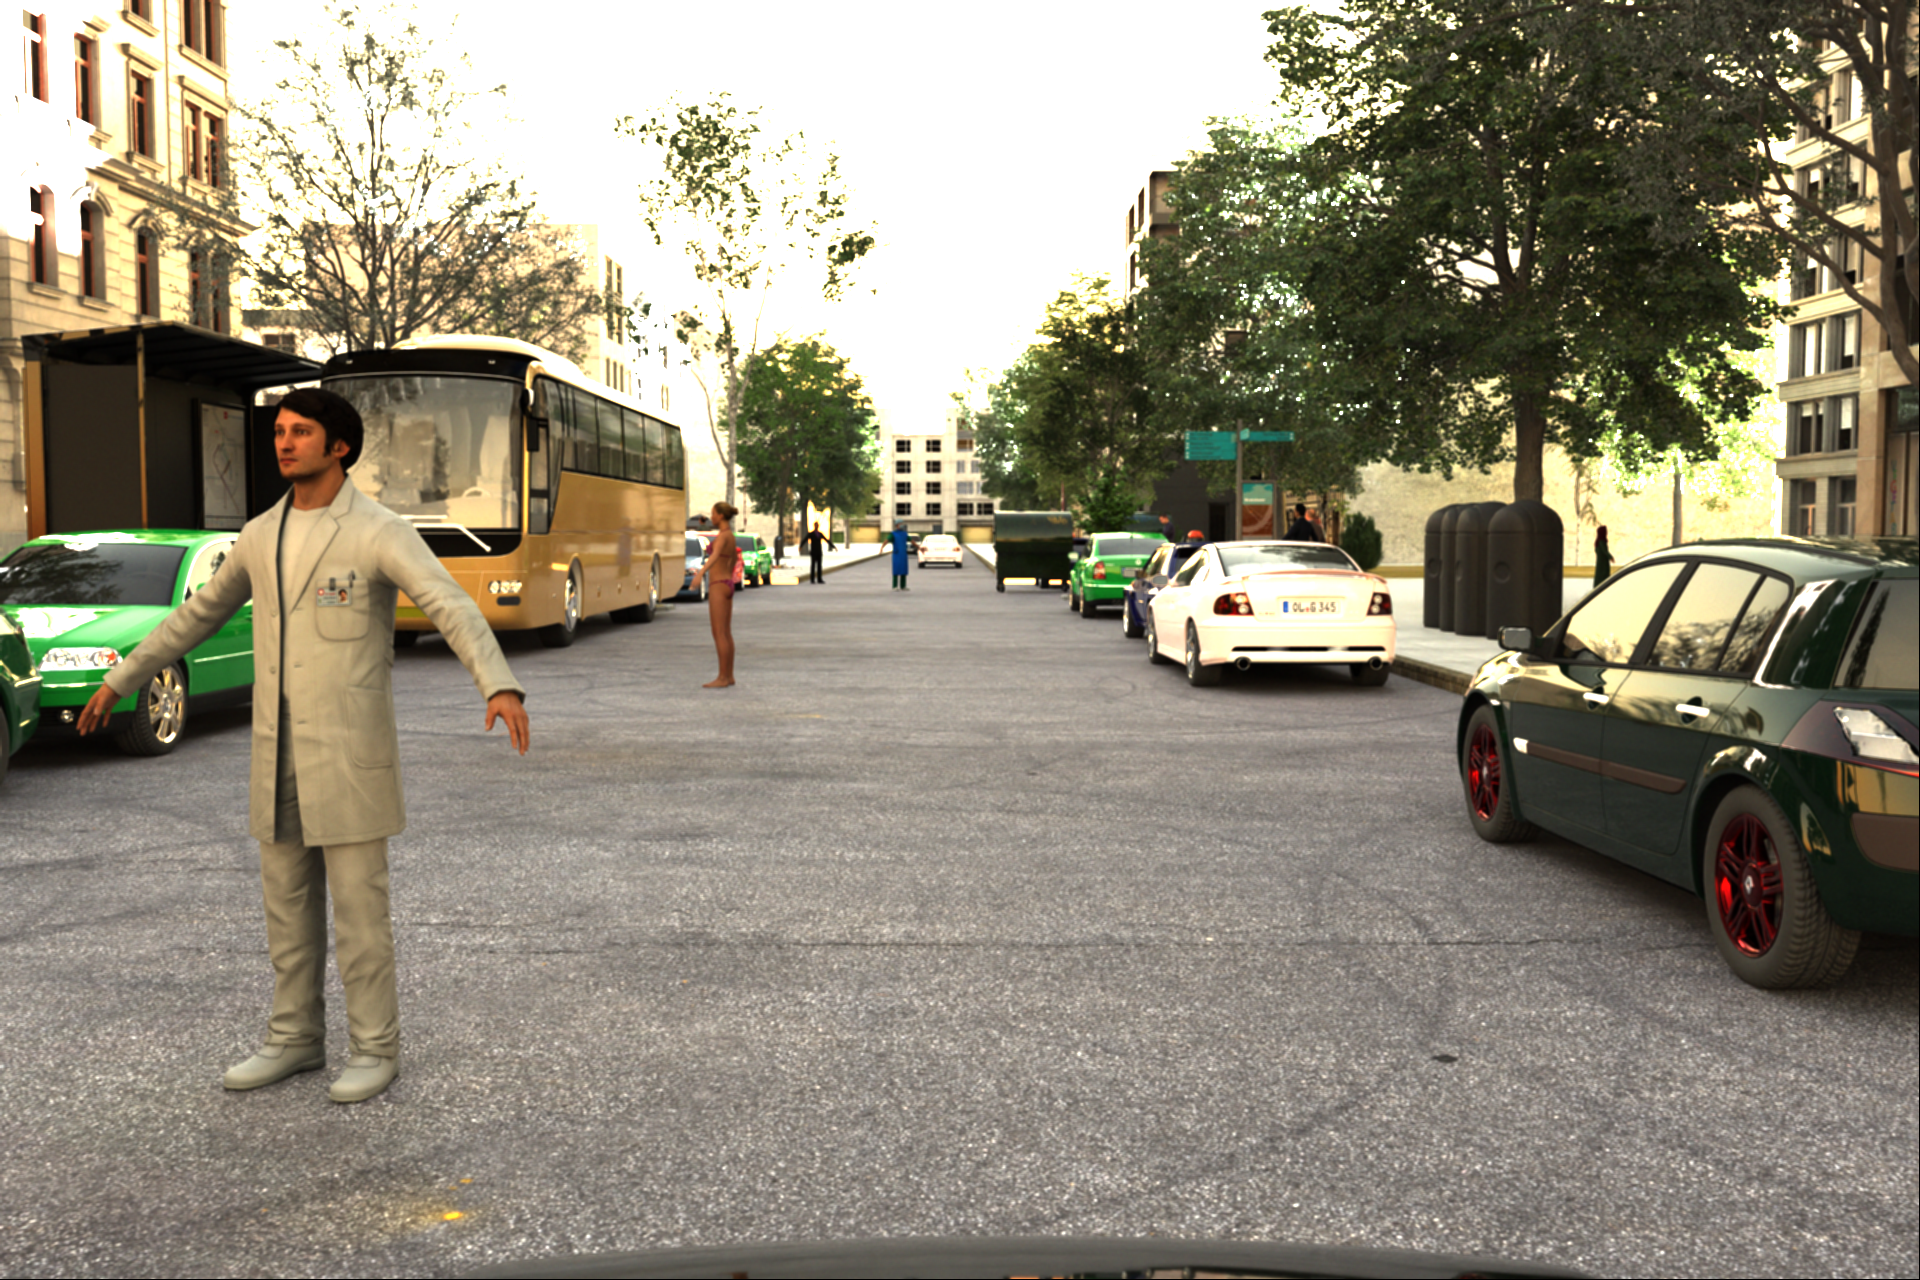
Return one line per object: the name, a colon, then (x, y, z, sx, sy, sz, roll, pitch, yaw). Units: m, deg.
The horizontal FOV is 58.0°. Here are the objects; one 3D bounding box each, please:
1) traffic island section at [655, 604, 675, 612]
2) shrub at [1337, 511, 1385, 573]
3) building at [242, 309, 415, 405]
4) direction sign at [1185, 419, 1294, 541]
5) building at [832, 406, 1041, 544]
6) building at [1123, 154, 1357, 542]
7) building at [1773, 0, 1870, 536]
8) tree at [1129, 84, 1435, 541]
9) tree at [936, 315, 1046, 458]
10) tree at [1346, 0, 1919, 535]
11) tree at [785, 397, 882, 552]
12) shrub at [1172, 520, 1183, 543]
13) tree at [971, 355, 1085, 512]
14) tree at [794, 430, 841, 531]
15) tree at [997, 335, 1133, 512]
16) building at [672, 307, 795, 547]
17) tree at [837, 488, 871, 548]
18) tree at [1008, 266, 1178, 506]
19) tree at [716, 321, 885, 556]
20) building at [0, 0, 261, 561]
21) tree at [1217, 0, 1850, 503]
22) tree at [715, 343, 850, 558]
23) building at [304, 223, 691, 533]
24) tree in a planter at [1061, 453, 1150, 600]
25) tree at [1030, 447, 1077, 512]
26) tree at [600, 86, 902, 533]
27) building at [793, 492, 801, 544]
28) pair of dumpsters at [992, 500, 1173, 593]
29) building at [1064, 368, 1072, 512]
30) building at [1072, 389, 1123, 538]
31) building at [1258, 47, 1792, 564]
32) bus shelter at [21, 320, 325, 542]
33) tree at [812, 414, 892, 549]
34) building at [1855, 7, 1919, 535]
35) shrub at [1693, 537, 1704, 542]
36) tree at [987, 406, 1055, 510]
traffic island section: (-6.442, -0.598, 32.650, 1.991, 0.108, 1.994, 0, 4, -1)
shrub: (13.222, -3.257, 57.290, 1.661, 2.075, 1.752, 0, 3, 0)
building: (-27.663, -8.356, 78.773, 9.099, 9.664, 28.070, 0, 4, 0)
direction sign: (6.486, -3.115, 39.692, 2.525, 3.948, 1.411, 0, 4, 0)
building: (-1.193, -23.114, 246.823, 31.486, 18.905, 16.747, 0, 4, 6)
building: (24.043, -16.268, 109.959, 27.936, 21.610, 32.646, 0, 4, -1)
building: (27.984, -11.952, 42.096, 8.464, 21.280, 15.925, 0, 4, 0)
tree: (9.248, -8.749, 49.705, 9.857, 13.997, 8.962, 0, 3, 0)
tree: (4.288, -18.142, 152.507, 12.611, 20.169, 13.585, 0, 3, 0)
tree: (8.762, -6.431, 15.511, 12.009, 13.543, 11.850, 0, 3, 0)
tree: (-9.274, -12.230, 125.722, 9.928, 11.665, 9.643, 0, 3, 0)
shrub: (6.596, -3.226, 57.168, 1.690, 2.028, 1.600, 0, 3, 0)
tree: (5.187, -13.195, 122.394, 9.857, 13.997, 8.962, 0, 3, 0)
tree: (-9.361, -10.035, 114.433, 4.360, 8.622, 3.978, 0, 3, 0)
tree: (5.519, -10.011, 89.429, 9.928, 11.665, 9.643, 0, 3, 0)
building: (-27.035, -21.198, 177.520, 19.493, 23.208, 18.063, 0, 4, -1)
tree: (-10.169, -12.597, 156.320, 4.737, 8.622, 4.395, 0, 3, 0)
tree: (5.479, -9.549, 74.246, 7.486, 12.596, 7.792, 0, 3, 0)
tree: (-9.381, -12.013, 103.062, 9.857, 13.997, 8.962, 0, 3, 0)
building: (-28.308, -15.579, 42.106, 14.401, 28.519, 23.554, 0, 4, 0)
tree: (9.463, -7.477, 28.897, 9.857, 13.997, 8.962, 0, 3, 0)
tree: (-9.525, -10.243, 93.228, 9.928, 11.665, 9.643, 0, 3, 0)
building: (-28.799, -15.174, 114.556, 16.747, 18.905, 31.486, 0, 4, 0)
tree in a planter: (3.226, -2.490, 37.930, 1.991, 3.239, 1.994, 0, 4, -1)
tree: (6.132, -9.822, 110.956, 4.737, 8.622, 4.395, 0, 3, 0)
tree: (-8.798, -13.214, 71.938, 12.611, 20.169, 13.585, 0, 3, 0)
building: (-25.336, -21.872, 214.030, 16.016, 20.090, 11.380, 0, 4, -1)
pair of dumpsters: (3.019, -2.323, 42.929, 4.436, 2.255, 1.574, 0, 4, -1)
building: (24.105, -22.877, 218.016, 27.936, 21.610, 32.646, 0, 4, -1)
building: (21.773, -21.736, 186.314, 19.493, 23.208, 18.063, 0, 4, 0)
building: (25.383, -15.367, 82.181, 19.493, 23.208, 18.063, 0, 4, -1)
bus shelter: (-9.561, -1.887, 22.143, 1.731, 3.624, 6.357, 0, 4, -1)
tree: (-9.517, -13.860, 144.740, 7.486, 12.596, 7.792, 0, 3, 0)
building: (27.423, -13.067, 16.846, 19.350, 26.588, 34.151, 0, 4, 0)
shrub: (25.575, -2.973, 59.728, 1.383, 1.207, 1.383, 0, 3, 0)
tree: (5.670, -13.286, 135.345, 7.486, 12.596, 7.792, 0, 3, 0)
